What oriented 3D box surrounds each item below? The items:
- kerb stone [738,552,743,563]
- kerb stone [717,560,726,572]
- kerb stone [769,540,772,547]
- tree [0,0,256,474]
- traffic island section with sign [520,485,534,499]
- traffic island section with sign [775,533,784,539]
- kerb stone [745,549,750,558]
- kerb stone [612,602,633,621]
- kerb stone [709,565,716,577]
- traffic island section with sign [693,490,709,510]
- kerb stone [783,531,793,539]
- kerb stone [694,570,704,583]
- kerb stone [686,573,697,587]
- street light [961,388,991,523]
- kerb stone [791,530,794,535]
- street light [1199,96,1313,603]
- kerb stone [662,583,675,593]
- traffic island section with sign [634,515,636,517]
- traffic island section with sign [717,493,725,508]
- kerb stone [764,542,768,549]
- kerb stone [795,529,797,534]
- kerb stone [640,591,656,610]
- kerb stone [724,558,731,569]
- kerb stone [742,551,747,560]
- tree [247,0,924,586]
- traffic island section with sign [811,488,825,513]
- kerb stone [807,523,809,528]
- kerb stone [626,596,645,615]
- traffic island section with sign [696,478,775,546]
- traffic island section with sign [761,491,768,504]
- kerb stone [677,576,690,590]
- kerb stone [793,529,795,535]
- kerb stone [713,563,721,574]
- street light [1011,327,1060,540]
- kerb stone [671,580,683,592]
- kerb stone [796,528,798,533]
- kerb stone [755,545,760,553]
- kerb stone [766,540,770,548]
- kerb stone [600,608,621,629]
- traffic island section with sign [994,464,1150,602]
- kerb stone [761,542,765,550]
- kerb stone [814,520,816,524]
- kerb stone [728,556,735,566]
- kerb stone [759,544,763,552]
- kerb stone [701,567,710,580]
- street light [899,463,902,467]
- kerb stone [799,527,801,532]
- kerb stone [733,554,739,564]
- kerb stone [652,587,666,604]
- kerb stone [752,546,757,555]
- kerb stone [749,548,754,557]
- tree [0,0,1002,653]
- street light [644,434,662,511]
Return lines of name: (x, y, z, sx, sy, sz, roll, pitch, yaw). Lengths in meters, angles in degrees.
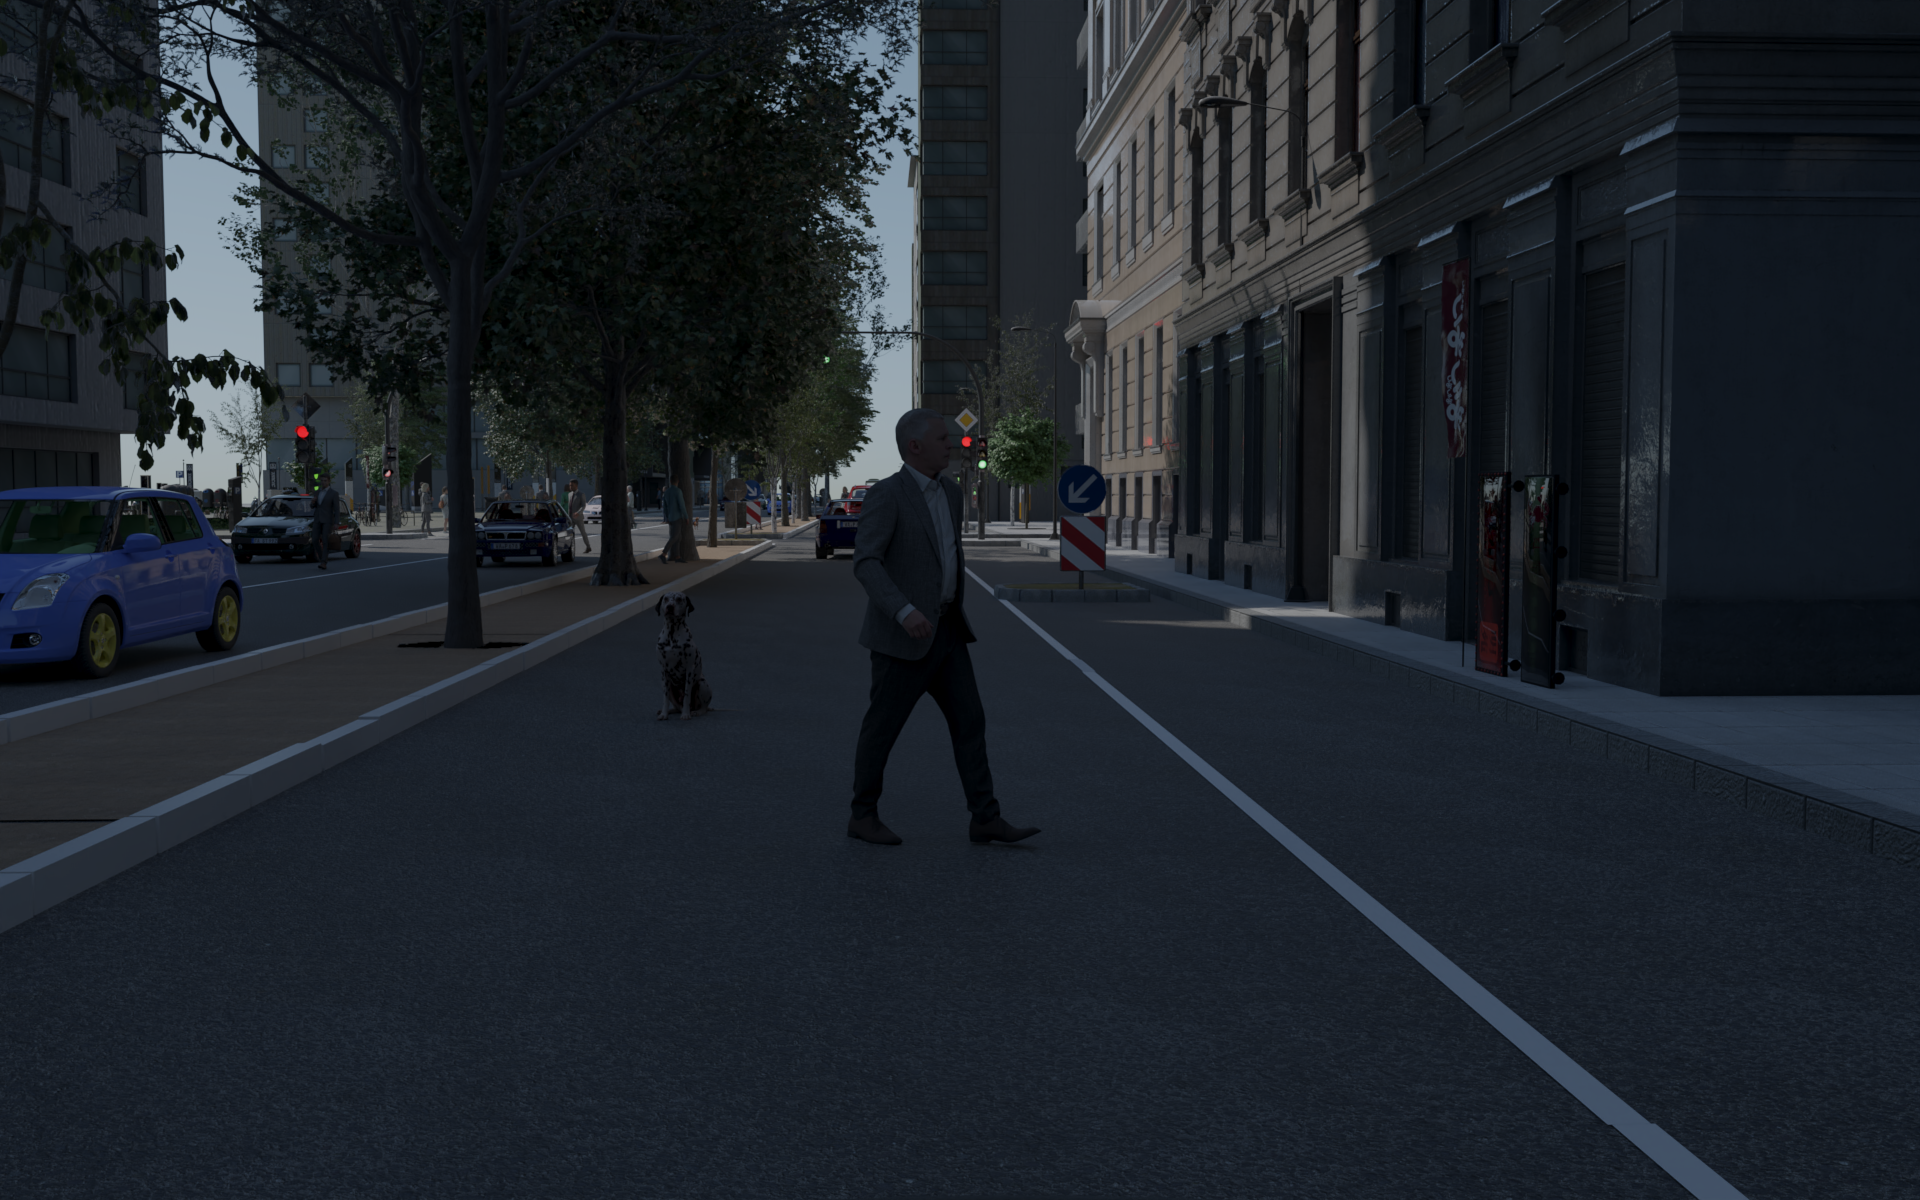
kerb stone: (-4.669, -0.850, 36.100, 0.120, 0.150, 1.000, 0, 4, -3)
kerb stone: (-4.469, -0.599, 32.003, 0.120, 0.150, 1.000, 0, 4, -3)
kerb stone: (-5.168, -1.477, 46.351, 0.120, 0.150, 1.000, 0, 4, -3)
tree: (-4.418, -3.323, 7.159, 4.360, 8.622, 3.978, 0, 3, 0)
traffic island section with sign: (-19.462, -4.225, 77.709, 1.989, 1.847, 2.006, 0, 4, -3)
traffic island section with sign: (-6.699, -2.928, 56.003, 2.006, 1.907, 1.989, 0, 4, -3)
kerb stone: (-4.773, -0.976, 38.160, 0.120, 0.150, 1.000, 0, 4, -3)
kerb stone: (-3.880, 0.152, 19.704, 0.120, 0.150, 1.000, 0, 4, -3)
kerb stone: (-4.376, -0.474, 29.952, 0.120, 0.150, 1.000, 0, 4, -3)
traffic island section with sign: (-23.241, -8.973, 155.341, 1.989, 1.847, 2.006, 0, 4, -3)
kerb stone: (-5.692, -2.136, 57.122, 0.120, 0.150, 1.000, 0, 4, -3)
kerb stone: (-4.277, -0.347, 27.905, 0.120, 0.150, 1.000, 0, 4, -3)
kerb stone: (-4.229, -0.287, 26.884, 0.120, 0.150, 1.000, 0, 4, -3)
street light: (0.683, -6.330, 76.032, 1.470, 5.913, 1.316, 0, 4, -3)
kerb stone: (-5.740, -2.191, 58.144, 0.120, 0.150, 1.000, 0, 4, -3)
street light: (3.487, -2.929, 20.431, 1.470, 5.913, 1.316, 0, 4, -3)
kerb stone: (-4.070, -0.098, 23.804, 0.120, 0.150, 1.000, 0, 4, -3)
traffic island section with sign: (-20.826, -5.930, 105.582, 1.989, 1.847, 2.006, 0, 4, -3)
traffic island section with sign: (-24.565, -10.643, 182.648, 1.989, 1.847, 2.006, 0, 4, -3)
kerb stone: (-5.072, -1.346, 44.309, 0.120, 0.150, 1.000, 0, 4, -3)
kerb stone: (-5.837, -2.324, 60.187, 0.120, 0.150, 1.000, 0, 4, -3)
kerb stone: (-3.973, 0.027, 21.762, 0.120, 0.150, 1.000, 0, 4, -3)
kerb stone: (-4.522, -0.661, 33.028, 0.120, 0.150, 1.000, 0, 4, -3)
kerb stone: (-4.721, -0.910, 37.139, 0.120, 0.150, 1.000, 0, 4, -3)
tree: (-5.393, -6.563, 26.766, 9.611, 12.733, 9.660, 0, 3, 0)
traffic island section with sign: (-10.358, -7.518, 131.053, 2.006, 1.907, 1.989, 0, 4, -3)
kerb stone: (-6.338, -2.950, 70.426, 0.120, 0.150, 1.000, 0, 4, -3)
kerb stone: (-3.929, 0.090, 20.728, 0.120, 0.150, 1.000, 0, 4, -3)
traffic island section with sign: (-6.348, -2.475, 48.604, 2.006, 1.907, 1.989, 0, 4, -3)
traffic island section with sign: (-27.269, -14.040, 238.173, 1.989, 1.847, 2.006, 0, 4, -3)
kerb stone: (-4.179, -0.224, 25.854, 0.120, 0.150, 1.000, 0, 4, -3)
kerb stone: (-5.791, -2.261, 59.164, 0.120, 0.150, 1.000, 0, 4, -3)
kerb stone: (-4.422, -0.527, 30.983, 0.120, 0.150, 1.000, 0, 4, -3)
street light: (2.116, -4.631, 48.259, 1.470, 5.913, 1.316, 0, 4, -3)
kerb stone: (-4.130, -0.156, 24.832, 0.120, 0.150, 1.000, 0, 4, -3)
kerb stone: (-5.894, -2.382, 61.211, 0.120, 0.150, 1.000, 0, 4, -3)
kerb stone: (-4.918, -1.163, 41.229, 0.120, 0.150, 1.000, 0, 4, -3)
kerb stone: (-5.120, -1.415, 45.330, 0.120, 0.150, 1.000, 0, 4, -3)
kerb stone: (-3.823, 0.221, 18.676, 0.120, 0.150, 1.000, 0, 4, -3)
traffic island section with sign: (1.490, -0.935, 23.914, 1.989, 1.847, 2.006, 0, 4, -3)
kerb stone: (-5.020, -1.290, 43.288, 0.120, 0.150, 1.000, 0, 4, -3)
kerb stone: (-6.738, -3.450, 78.601, 0.120, 0.150, 1.000, 0, 4, -3)
kerb stone: (-4.575, -0.725, 34.055, 0.120, 0.150, 1.000, 0, 4, -3)
kerb stone: (-4.969, -1.227, 42.250, 0.120, 0.150, 1.000, 0, 4, -3)
kerb stone: (-4.325, -0.410, 28.932, 0.120, 0.150, 1.000, 0, 4, -3)
street light: (-8.471, -17.739, 262.579, 1.470, 5.913, 1.316, 0, 4, -3)
kerb stone: (-5.995, -2.512, 63.264, 0.120, 0.150, 1.000, 0, 4, -3)
kerb stone: (-4.625, -0.788, 35.076, 0.120, 0.150, 1.000, 0, 4, -3)
kerb stone: (-4.025, -0.034, 22.783, 0.120, 0.150, 1.000, 0, 4, -3)
kerb stone: (-4.876, -1.101, 40.203, 0.120, 0.150, 1.000, 0, 4, -3)
kerb stone: (-4.822, -1.037, 39.181, 0.120, 0.150, 1.000, 0, 4, -3)
tree: (-4.661, -6.303, 15.874, 12.009, 13.543, 11.850, 0, 3, 0)
street light: (-23.558, -9.802, 132.800, 1.470, 5.913, 1.316, 0, 4, -3)
